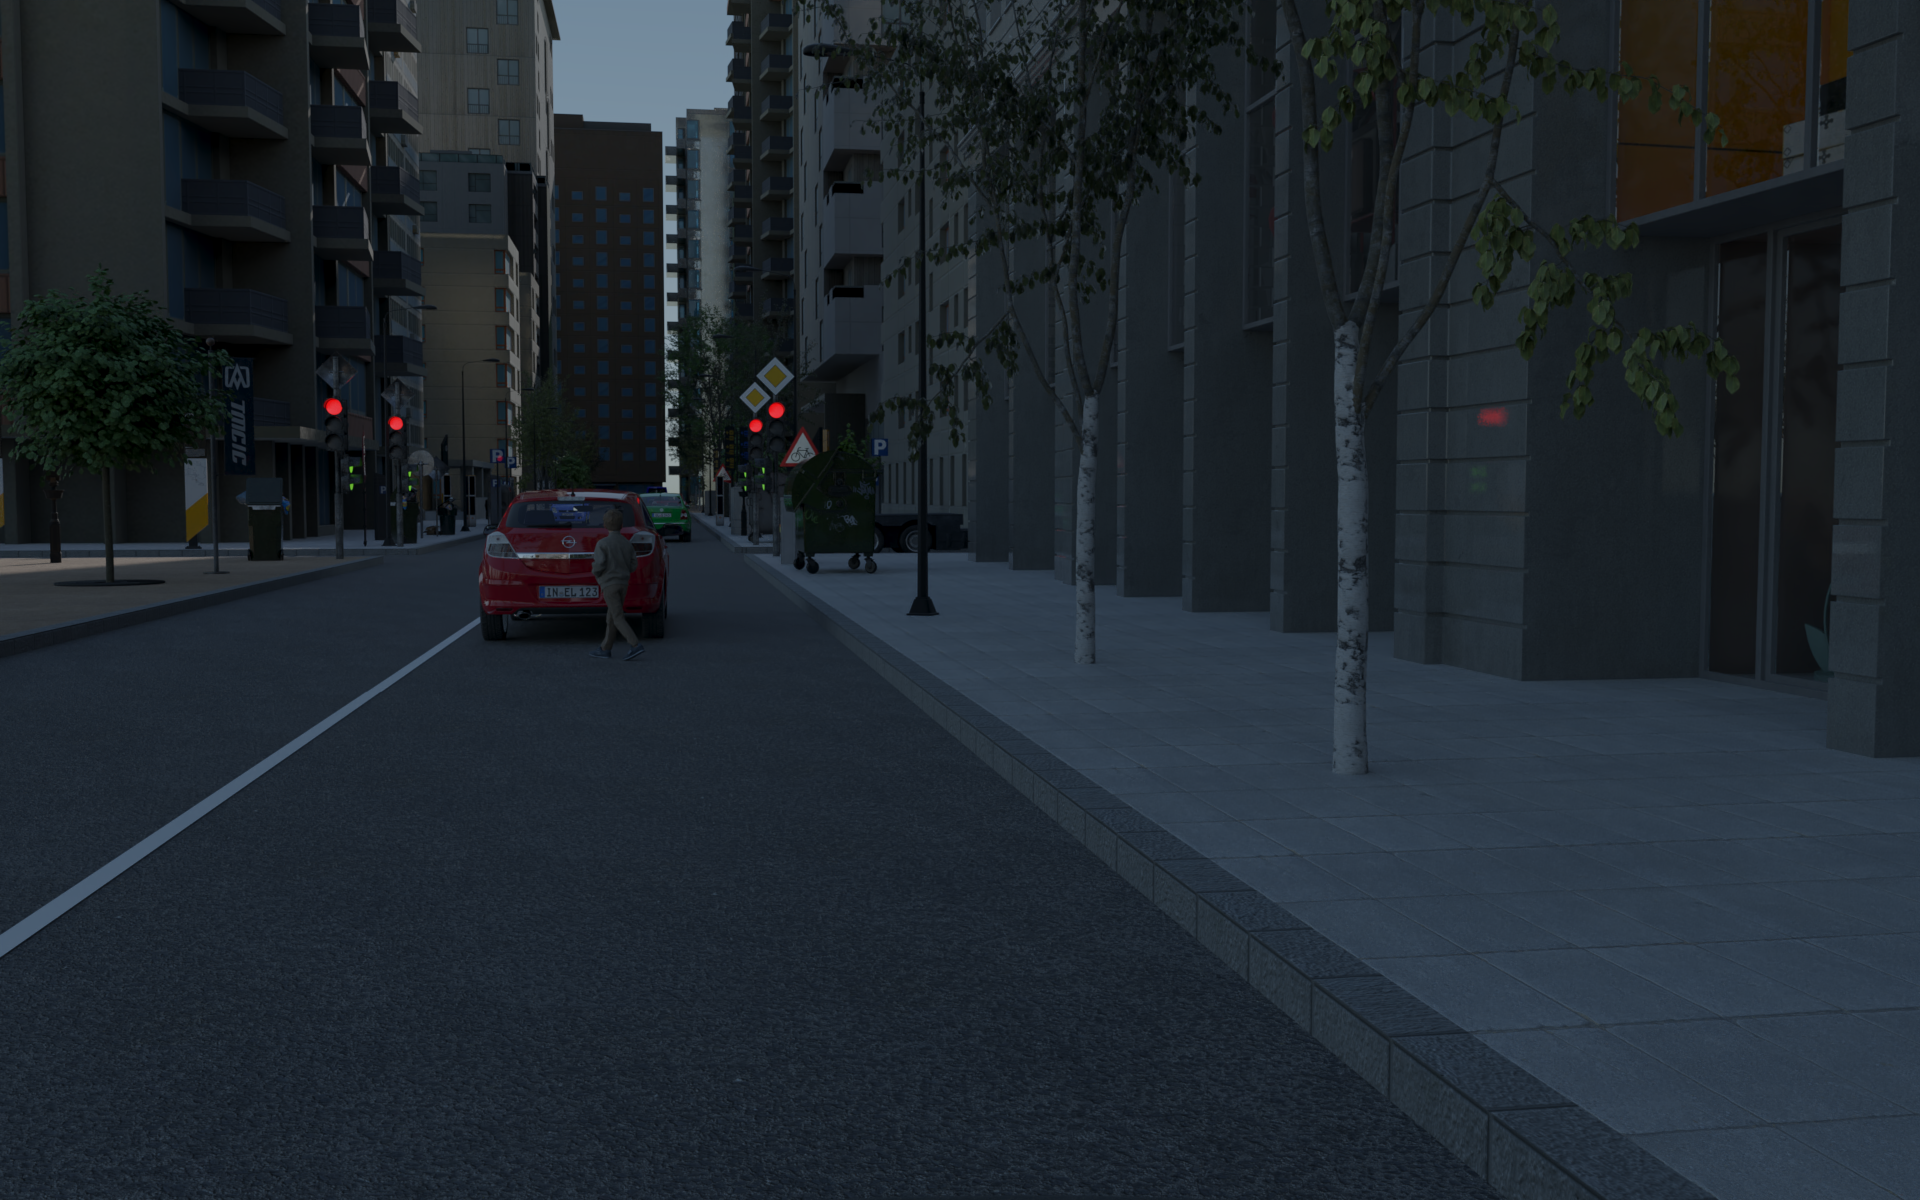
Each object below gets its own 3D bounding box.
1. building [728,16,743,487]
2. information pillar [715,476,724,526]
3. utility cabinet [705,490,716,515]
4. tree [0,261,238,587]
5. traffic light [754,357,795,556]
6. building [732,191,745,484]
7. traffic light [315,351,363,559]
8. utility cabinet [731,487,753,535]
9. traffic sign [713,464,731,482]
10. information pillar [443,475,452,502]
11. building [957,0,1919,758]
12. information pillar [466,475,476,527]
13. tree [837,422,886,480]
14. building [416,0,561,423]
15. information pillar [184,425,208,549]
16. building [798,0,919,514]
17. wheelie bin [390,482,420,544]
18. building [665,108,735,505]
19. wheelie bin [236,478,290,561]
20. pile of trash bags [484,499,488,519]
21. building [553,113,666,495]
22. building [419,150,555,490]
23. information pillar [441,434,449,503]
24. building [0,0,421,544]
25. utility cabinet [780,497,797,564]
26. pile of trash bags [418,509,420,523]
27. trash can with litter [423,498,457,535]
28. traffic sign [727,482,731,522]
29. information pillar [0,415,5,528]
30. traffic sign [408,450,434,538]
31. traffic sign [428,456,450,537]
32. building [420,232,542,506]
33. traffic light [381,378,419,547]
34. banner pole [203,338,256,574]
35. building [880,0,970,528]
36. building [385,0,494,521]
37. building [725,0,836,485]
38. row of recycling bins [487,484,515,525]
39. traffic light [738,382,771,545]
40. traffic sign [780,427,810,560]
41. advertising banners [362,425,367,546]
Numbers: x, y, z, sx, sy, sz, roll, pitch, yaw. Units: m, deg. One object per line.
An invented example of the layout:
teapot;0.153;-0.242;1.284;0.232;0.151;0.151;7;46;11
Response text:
building;-15.009;-45.394;180.439;20.563;71.187;20.611;-1;4;-10
information pillar;-9.742;-4.019;70.207;0.304;2.012;0.304;-1;4;-17
utility cabinet;-14.887;-5.783;103.227;0.318;1.500;1.173;1;4;13
tree;-12.202;-2.501;24.599;4.285;4.588;4.351;0;3;0
traffic light;-3.802;-2.853;35.566;0.839;4.253;0.868;-1;4;-10
building;-14.433;-23.979;163.756;14.160;30.474;14.107;-1;4;-10
traffic light;-12.238;-2.764;34.112;0.839;4.253;0.868;-1;4;-10
utility cabinet;-6.578;-2.784;54.193;1.173;1.500;0.318;-2;4;-31
traffic sign;-10.141;-4.535;74.151;0.884;2.594;0.081;0;4;-8
information pillar;-19.374;-3.730;65.480;0.304;2.012;0.304;-1;4;-14
building;7.937;-14.768;18.947;11.434;29.767;29.804;-1;4;-10
information pillar;-19.186;-3.878;67.895;0.304;2.012;0.304;-3;5;-43
tree;-3.069;-3.197;46.865;1.663;3.219;1.824;0;3;0
building;-53.796;-35.524;170.058;27.495;52.752;28.713;-1;4;-10
information pillar;-17.819;-2.997;40.354;0.504;3.616;0.183;-1;4;-16
building;4.844;-31.401;102.648;28.713;52.752;27.495;-1;4;-10
wheelie bin;-14.396;-2.260;44.852;0.693;1.594;0.980;-3;4;-37
building;-21.149;-36.476;215.983;30.456;49.044;23.786;-1;4;-10
wheelie bin;-13.432;-1.561;33.427;0.980;1.594;0.693;-1;4;-17
pile of trash bags;-23.167;-4.781;87.921;1.912;1.369;3.447;-2;4;-23
building;-42.685;-34.115;207.885;14.200;45.320;14.600;-1;4;-10
building;-42.825;-23.111;149.559;14.160;30.474;14.107;-1;4;-10
information pillar;-20.141;-4.673;67.758;0.183;3.616;0.504;0;4;8
building;-29.785;-24.508;55.333;22.147;44.769;28.867;-1;4;-10
utility cabinet;-3.163;-1.281;32.101;0.306;1.237;1.020;0;4;-5
pile of trash bags;-26.001;-4.159;77.745;3.447;1.369;1.912;-1;4;-20
trash can with litter;-16.243;-2.611;54.071;1.055;1.170;0.624;1;4;10
traffic sign;-10.700;-4.923;80.604;0.768;2.556;0.104;0;4;-8
information pillar;-22.572;-2.995;40.319;0.504;3.616;0.183;-1;4;-20
traffic sign;-15.565;-3.053;50.030;0.768;2.556;0.104;0;4;-1
traffic sign;-15.794;-3.124;52.266;0.795;2.450;0.064;0;4;-7
building;-46.110;-17.276;127.499;27.650;21.520;28.899;-1;4;-10
traffic light;-13.584;-3.245;41.983;0.839;4.253;0.868;-1;4;-10
banner pole;-11.794;-2.320;27.941;0.863;3.779;0.401;-2;4;-29
building;13.256;-13.228;61.319;28.899;21.520;27.650;-1;4;-10
building;-41.196;-24.251;88.390;32.217;40.220;23.993;-1;4;-10
building;-7.747;-29.816;142.115;22.147;44.769;28.867;-1;4;-10
row of recycling bins;-19.244;-4.004;72.574;1.069;1.692;3.534;-1;4;-10
traffic light;-5.148;-3.334;43.437;0.839;4.253;0.868;-1;4;-10
traffic sign;-3.035;-2.048;33.495;0.884;2.594;0.081;0;4;-7
advertising banners;-14.868;-2.877;43.226;0.090;3.025;2.074;-1;4;-18
